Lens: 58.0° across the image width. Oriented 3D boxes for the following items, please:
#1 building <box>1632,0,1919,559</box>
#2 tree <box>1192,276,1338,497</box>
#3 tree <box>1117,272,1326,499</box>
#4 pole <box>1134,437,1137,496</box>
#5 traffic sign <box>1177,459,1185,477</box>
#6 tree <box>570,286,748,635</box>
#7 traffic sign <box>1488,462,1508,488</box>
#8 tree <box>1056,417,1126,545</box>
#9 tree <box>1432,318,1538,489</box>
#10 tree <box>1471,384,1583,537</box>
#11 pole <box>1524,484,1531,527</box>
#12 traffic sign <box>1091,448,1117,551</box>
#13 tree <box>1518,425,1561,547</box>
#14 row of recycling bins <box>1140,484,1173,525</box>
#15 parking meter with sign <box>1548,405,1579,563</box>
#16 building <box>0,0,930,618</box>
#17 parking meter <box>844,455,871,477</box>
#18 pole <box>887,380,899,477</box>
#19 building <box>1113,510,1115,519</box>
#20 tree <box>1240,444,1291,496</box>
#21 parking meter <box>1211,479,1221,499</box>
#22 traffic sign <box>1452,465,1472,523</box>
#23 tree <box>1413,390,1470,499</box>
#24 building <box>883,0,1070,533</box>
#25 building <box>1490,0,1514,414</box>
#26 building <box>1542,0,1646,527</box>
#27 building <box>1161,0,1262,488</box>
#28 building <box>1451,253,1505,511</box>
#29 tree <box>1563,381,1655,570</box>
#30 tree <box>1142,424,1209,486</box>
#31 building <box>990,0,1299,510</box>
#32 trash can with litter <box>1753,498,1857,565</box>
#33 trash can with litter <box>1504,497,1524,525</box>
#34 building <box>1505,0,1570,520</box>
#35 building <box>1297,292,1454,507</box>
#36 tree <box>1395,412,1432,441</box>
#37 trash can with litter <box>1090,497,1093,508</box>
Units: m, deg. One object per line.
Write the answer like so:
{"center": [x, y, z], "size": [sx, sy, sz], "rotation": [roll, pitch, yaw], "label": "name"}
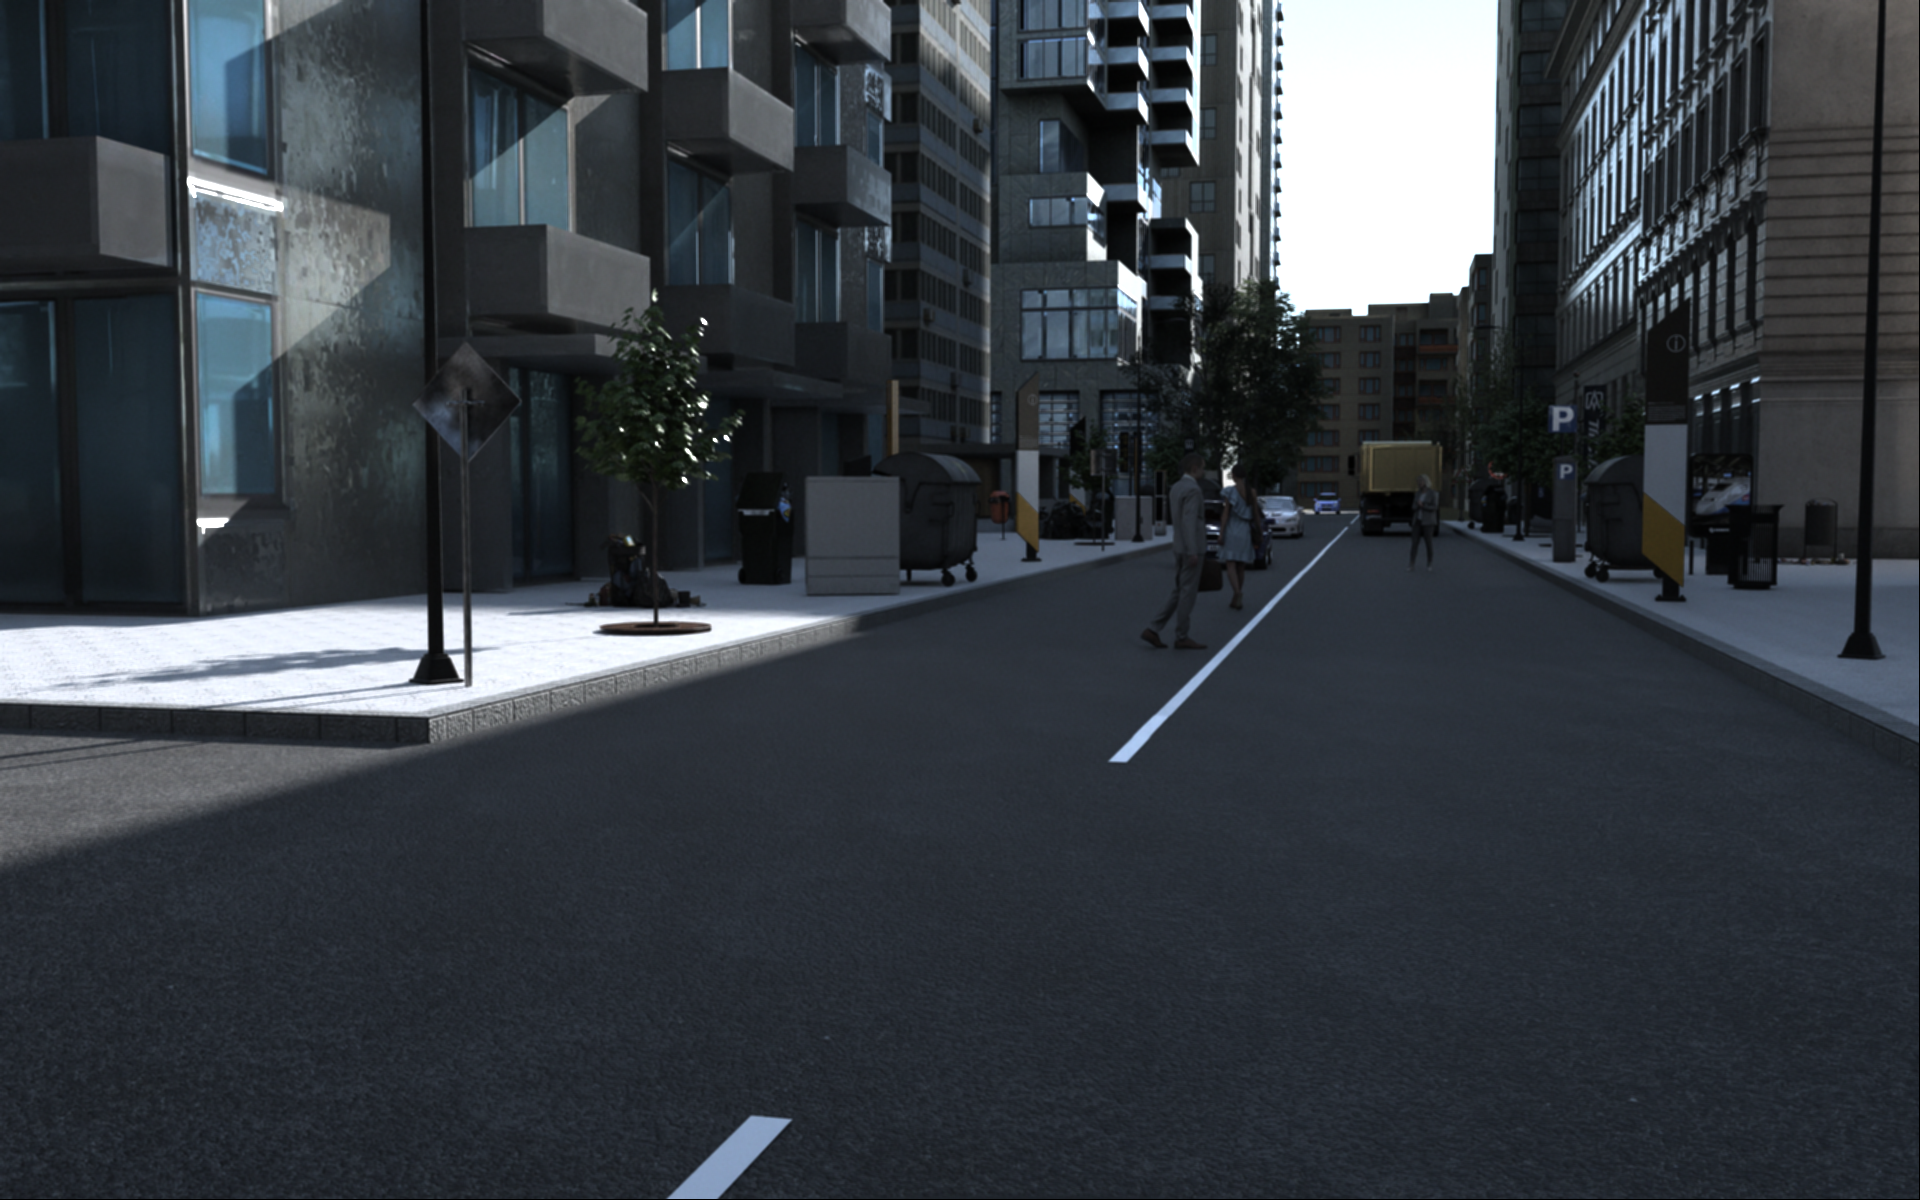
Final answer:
{"center": [22.545, -11.771, 41.603], "size": [9.793, 20.994, 18.267], "rotation": [1, 4, 14], "label": "building"}
{"center": [15.913, -10.544, 90.514], "size": [7.486, 12.596, 7.792], "rotation": [0, 3, 0], "label": "tree"}
{"center": [10.915, -8.416, 72.018], "size": [8.767, 10.594, 7.601], "rotation": [0, 4, -1], "label": "tree"}
{"center": [6.351, -4.182, 62.222], "size": [0.158, 3.312, 0.155], "rotation": [0, 3, 0], "label": "pole"}
{"center": [7.843, -3.646, 59.722], "size": [0.768, 2.556, 0.104], "rotation": [1, 4, 20], "label": "traffic sign"}
{"center": [-2.739, -1.321, 16.202], "size": [1.663, 3.219, 1.824], "rotation": [0, 3, 0], "label": "tree"}
{"center": [18.354, -3.598, 58.934], "size": [0.768, 2.556, 0.104], "rotation": [1, 4, 20], "label": "traffic sign"}
{"center": [3.404, -3.012, 43.843], "size": [1.663, 3.219, 1.824], "rotation": [0, 3, 0], "label": "tree"}
{"center": [22.434, -7.525, 73.402], "size": [4.737, 8.622, 4.395], "rotation": [0, 3, 0], "label": "tree"}
{"center": [17.159, -4.178, 52.019], "size": [4.285, 4.588, 4.351], "rotation": [0, 3, 0], "label": "tree"}
{"center": [20.945, -4.283, 63.874], "size": [0.158, 3.312, 0.155], "rotation": [0, 3, 0], "label": "pole"}
{"center": [3.216, -2.247, 38.862], "size": [0.606, 2.300, 0.079], "rotation": [1, 4, 19], "label": "traffic sign"}
{"center": [14.745, -2.908, 42.148], "size": [1.663, 3.219, 1.824], "rotation": [0, 3, 0], "label": "tree"}
{"center": [8.730, -3.998, 72.474], "size": [3.534, 1.692, 1.069], "rotation": [-3, 5, -45], "label": "row of recycling bins"}
{"center": [11.557, -2.257, 33.161], "size": [0.543, 3.016, 1.738], "rotation": [1, 4, 16], "label": "parking meter with sign"}
{"center": [-14.174, -25.167, 31.085], "size": [23.786, 49.044, 30.456], "rotation": [1, 4, 14], "label": "building"}
{"center": [-1.538, -1.231, 25.833], "size": [0.399, 1.863, 0.255], "rotation": [-2, 4, -25], "label": "parking meter"}
{"center": [-1.206, -2.279, 31.112], "size": [0.158, 3.312, 0.155], "rotation": [0, 3, 0], "label": "pole"}
{"center": [3.664, -48.227, 101.187], "size": [22.319, 86.520, 31.000], "rotation": [1, 4, 14], "label": "building"}
{"center": [18.332, -7.420, 105.037], "size": [4.285, 4.588, 4.351], "rotation": [0, 3, 0], "label": "tree"}
{"center": [9.776, -3.711, 66.379], "size": [0.255, 1.863, 0.399], "rotation": [-3, 4, -36], "label": "parking meter"}
{"center": [22.608, -4.769, 77.977], "size": [0.884, 2.594, 0.081], "rotation": [1, 4, 18], "label": "traffic sign"}
{"center": [33.995, -10.554, 122.916], "size": [4.360, 8.622, 3.978], "rotation": [0, 3, 0], "label": "tree"}
{"center": [-12.060, -22.944, 67.017], "size": [32.217, 40.220, 23.993], "rotation": [1, 4, 14], "label": "building"}
{"center": [47.878, -31.671, 107.061], "size": [28.713, 52.752, 27.495], "rotation": [1, 4, 14], "label": "building"}
{"center": [31.280, -14.137, 64.431], "size": [16.112, 22.955, 30.059], "rotation": [1, 4, 14], "label": "building"}
{"center": [11.090, -33.985, 144.894], "size": [27.495, 52.752, 28.713], "rotation": [1, 4, 14], "label": "building"}
{"center": [53.780, -17.770, 135.586], "size": [27.650, 21.520, 28.899], "rotation": [1, 4, 14], "label": "building"}
{"center": [11.502, -2.152, 29.791], "size": [1.663, 3.219, 1.824], "rotation": [0, 3, 0], "label": "tree"}
{"center": [10.127, -5.947, 80.950], "size": [4.285, 4.588, 4.351], "rotation": [0, 3, 0], "label": "tree"}
{"center": [20.734, -53.179, 182.154], "size": [31.000, 86.520, 22.319], "rotation": [1, 4, 14], "label": "building"}
{"center": [15.403, -1.274, 31.892], "size": [2.233, 1.210, 1.678], "rotation": [1, 4, 20], "label": "trash can with litter"}
{"center": [22.728, -3.678, 71.518], "size": [1.055, 1.170, 0.624], "rotation": [-2, 4, -31], "label": "trash can with litter"}
{"center": [35.555, -19.428, 89.356], "size": [14.160, 30.474, 14.107], "rotation": [1, 4, 14], "label": "building"}
{"center": [50.264, -20.416, 178.840], "size": [28.899, 21.520, 27.650], "rotation": [1, 4, 14], "label": "building"}
{"center": [40.225, -12.250, 150.653], "size": [4.737, 8.622, 4.395], "rotation": [0, 3, 0], "label": "tree"}
{"center": [6.390, -4.182, 79.768], "size": [0.624, 1.170, 1.055], "rotation": [-1, 4, -22], "label": "trash can with litter"}
